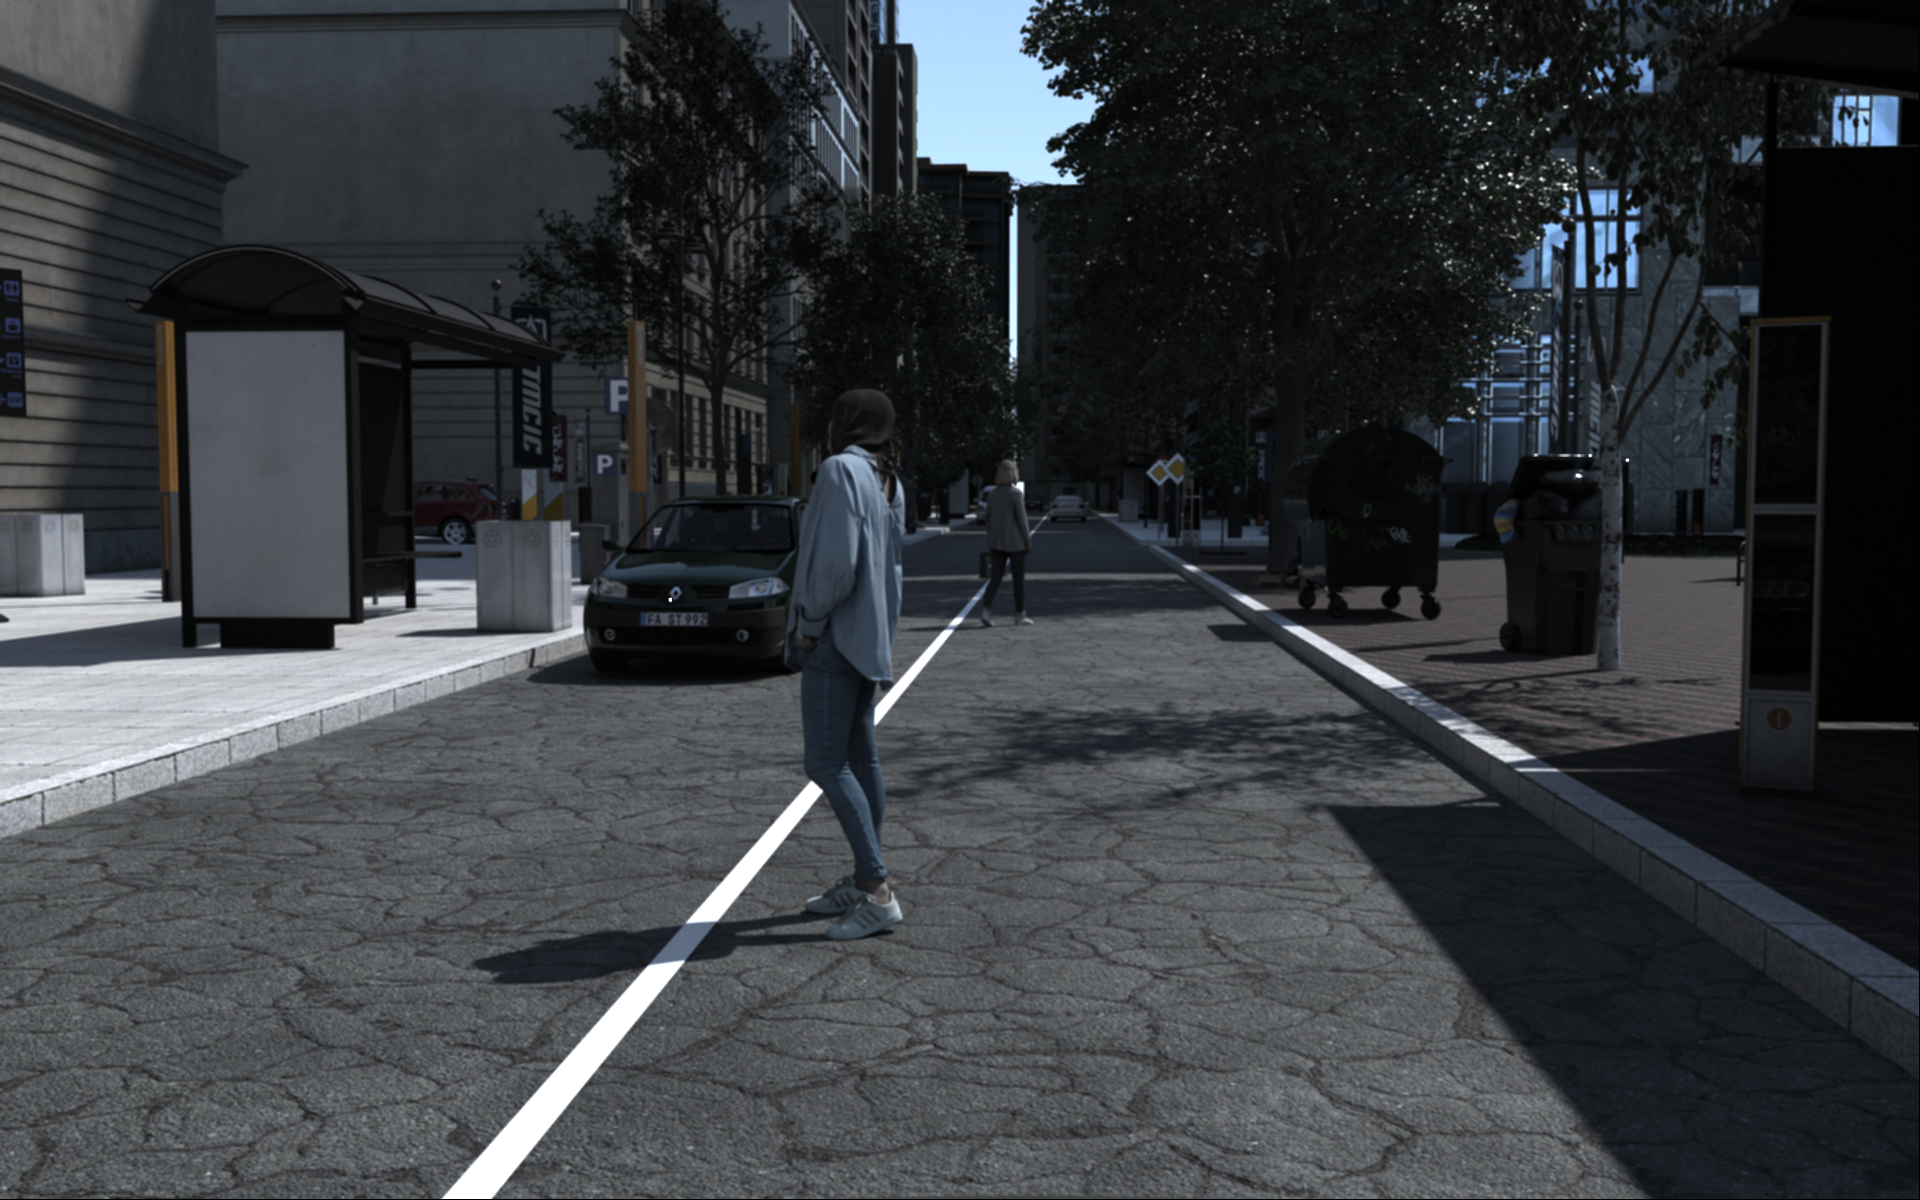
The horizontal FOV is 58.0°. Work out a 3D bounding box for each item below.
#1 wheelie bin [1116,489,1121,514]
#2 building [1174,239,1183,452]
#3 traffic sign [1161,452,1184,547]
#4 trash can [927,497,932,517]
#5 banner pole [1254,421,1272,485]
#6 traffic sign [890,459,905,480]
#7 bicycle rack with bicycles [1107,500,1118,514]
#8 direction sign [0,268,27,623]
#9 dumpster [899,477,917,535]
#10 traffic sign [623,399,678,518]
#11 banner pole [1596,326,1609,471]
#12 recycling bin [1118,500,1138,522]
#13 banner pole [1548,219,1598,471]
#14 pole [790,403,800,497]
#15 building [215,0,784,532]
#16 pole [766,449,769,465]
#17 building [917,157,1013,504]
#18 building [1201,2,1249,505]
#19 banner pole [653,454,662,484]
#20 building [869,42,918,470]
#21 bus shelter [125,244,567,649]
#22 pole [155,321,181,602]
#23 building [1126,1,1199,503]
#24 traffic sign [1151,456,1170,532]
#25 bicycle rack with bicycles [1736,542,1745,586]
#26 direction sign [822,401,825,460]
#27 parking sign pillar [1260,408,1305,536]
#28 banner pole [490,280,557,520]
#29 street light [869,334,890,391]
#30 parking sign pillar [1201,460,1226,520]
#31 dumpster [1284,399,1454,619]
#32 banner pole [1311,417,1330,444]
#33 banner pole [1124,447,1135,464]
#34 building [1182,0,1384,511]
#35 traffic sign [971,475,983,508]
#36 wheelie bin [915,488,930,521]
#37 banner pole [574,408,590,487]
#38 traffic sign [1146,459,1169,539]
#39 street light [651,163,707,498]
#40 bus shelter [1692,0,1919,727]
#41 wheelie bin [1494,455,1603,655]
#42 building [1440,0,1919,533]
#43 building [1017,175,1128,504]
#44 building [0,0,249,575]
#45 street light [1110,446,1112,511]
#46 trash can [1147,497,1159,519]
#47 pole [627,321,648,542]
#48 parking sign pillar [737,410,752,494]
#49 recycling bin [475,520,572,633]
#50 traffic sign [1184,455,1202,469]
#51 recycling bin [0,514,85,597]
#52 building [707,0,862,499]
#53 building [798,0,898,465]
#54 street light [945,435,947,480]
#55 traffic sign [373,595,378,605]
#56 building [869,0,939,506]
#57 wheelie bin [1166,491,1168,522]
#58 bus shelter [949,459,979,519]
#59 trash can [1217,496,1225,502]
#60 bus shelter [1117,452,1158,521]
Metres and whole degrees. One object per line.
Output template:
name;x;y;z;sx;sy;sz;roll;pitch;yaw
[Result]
wheelie bin;10.685;-6.456;113.463;0.693;1.594;0.980;3;5;40
building;29.822;-25.245;184.452;14.160;30.474;14.107;0;4;3
traffic sign;5.215;-2.319;41.552;0.795;2.450;0.064;0;4;3
trash can;-1.928;-5.259;97.643;0.748;1.137;0.748;0;3;0
banner pole;10.334;-4.188;58.492;0.863;3.779;0.401;1;4;22
traffic sign;-1.981;-2.836;50.007;0.795;2.450;0.064;0;4;3
bicycle rack with bicycles;10.795;-6.005;111.557;2.852;0.926;2.925;0;4;-5
direction sign;-9.737;-1.544;17.240;0.379;3.537;0.876;3;4;36
dumpster;-2.071;-3.046;55.568;1.264;1.857;1.865;0;4;4
traffic sign;-4.143;-1.411;23.174;0.768;2.556;0.104;1;4;11
banner pole;8.185;-1.994;22.612;0.863;3.779;0.401;-2;4;-33
recycling bin;7.633;-4.041;78.624;0.722;1.027;0.722;-1;4;-14
banner pole;5.412;-1.568;15.655;0.401;3.779;0.863;2;4;32
pole;-3.714;-2.759;38.957;0.158;3.312;0.155;0;3;0
building;-17.780;-14.664;73.045;16.112;22.955;30.059;0;4;3
pole;-8.745;-5.193;78.750;0.158;3.312;0.155;0;3;0
building;-7.655;-35.075;228.104;28.867;44.769;22.147;0;4;3
building;31.316;-29.738;140.839;22.147;44.769;28.867;0;4;3
banner pole;-9.386;-3.804;52.208;0.863;3.779;0.401;0;4;-7
building;-11.298;-28.716;153.104;14.154;41.232;14.086;0;4;3
bus shelter;-5.599;-1.401;16.835;2.014;3.302;5.546;0;4;4
pole;-9.393;-1.634;20.553;0.158;3.312;0.155;0;3;0
building;31.806;-48.035;223.622;20.611;71.187;20.563;0;4;3
traffic sign;6.791;-3.547;58.096;0.768;2.556;0.104;0;4;4
bicycle rack with bicycles;12.320;-0.647;23.962;2.925;0.926;2.852;-2;4;-34
direction sign;-3.371;-3.104;42.744;0.379;3.537;0.876;0;4;-8
parking sign pillar;10.065;-3.991;53.720;1.447;3.967;1.447;-2;4;-35
banner pole;-5.191;-1.857;20.382;0.863;3.779;0.401;-1;4;-16
street light;-2.340;-4.735;50.200;0.468;5.910;1.993;0;4;3
parking sign pillar;12.747;-6.057;87.497;1.447;3.967;1.447;1;4;14
dumpster;4.343;-0.980;18.521;1.502;2.255;1.985;0;4;3
banner pole;11.570;-4.033;55.949;0.863;3.779;0.401;3;4;36
banner pole;8.982;-6.246;92.133;0.863;3.779;0.401;3;5;39
building;32.898;-33.160;165.861;21.300;48.544;21.600;0;4;3
traffic sign;1.124;-6.983;114.285;0.768;2.556;0.104;0;4;5
wheelie bin;-1.888;-4.528;81.933;0.980;1.594;0.693;1;4;20
banner pole;-11.004;-3.709;50.652;0.863;3.779;0.401;3;5;40
traffic sign;5.698;-2.806;49.522;0.795;2.450;0.064;0;4;3
street light;-3.966;-3.172;24.643;0.468;5.910;1.993;0;4;3
bus shelter;4.629;-0.923;6.367;1.731;3.624;6.357;0;4;4
wheelie bin;4.837;-0.373;13.999;0.980;1.594;0.693;-1;4;-13
building;30.922;-45.996;64.703;31.000;86.520;22.319;0;4;3
building;14.292;-32.951;222.338;14.086;41.232;14.154;0;4;3
building;-30.774;-12.756;27.648;34.723;24.649;14.460;0;4;3
street light;10.736;-9.215;123.452;0.468;5.910;1.993;0;4;3
trash can;10.001;-4.791;89.980;0.748;1.137;0.748;0;3;0
pole;-3.822;-1.633;20.539;0.158;3.312;0.155;0;3;0
parking sign pillar;-7.035;-4.146;56.266;1.447;3.967;1.447;0;4;-8
recycling bin;-4.106;-0.231;16.334;0.722;1.027;0.722;0;4;3
traffic sign;7.336;-3.318;54.351;0.768;2.556;0.104;1;4;10
recycling bin;-11.621;-0.572;21.905;0.722;1.027;0.722;1;4;20
building;-13.065;-19.877;102.483;11.434;29.767;29.804;0;4;3
building;-15.519;-42.615;135.009;20.563;71.187;20.611;0;4;3
street light;-0.641;-6.493;78.941;0.468;5.910;1.993;0;4;3
traffic sign;-6.771;-1.093;19.993;0.606;2.300;0.079;0;4;5
building;-18.530;-53.129;181.337;31.000;86.520;22.319;0;4;3
wheelie bin;9.733;-4.371;79.375;0.980;1.594;0.693;2;4;33
bus shelter;-0.122;-6.046;92.783;2.014;3.302;5.546;0;4;4
trash can;17.489;-6.402;116.328;0.748;1.137;0.748;0;3;0
bus shelter;8.935;-5.647;86.257;2.014;3.302;5.546;0;4;3
